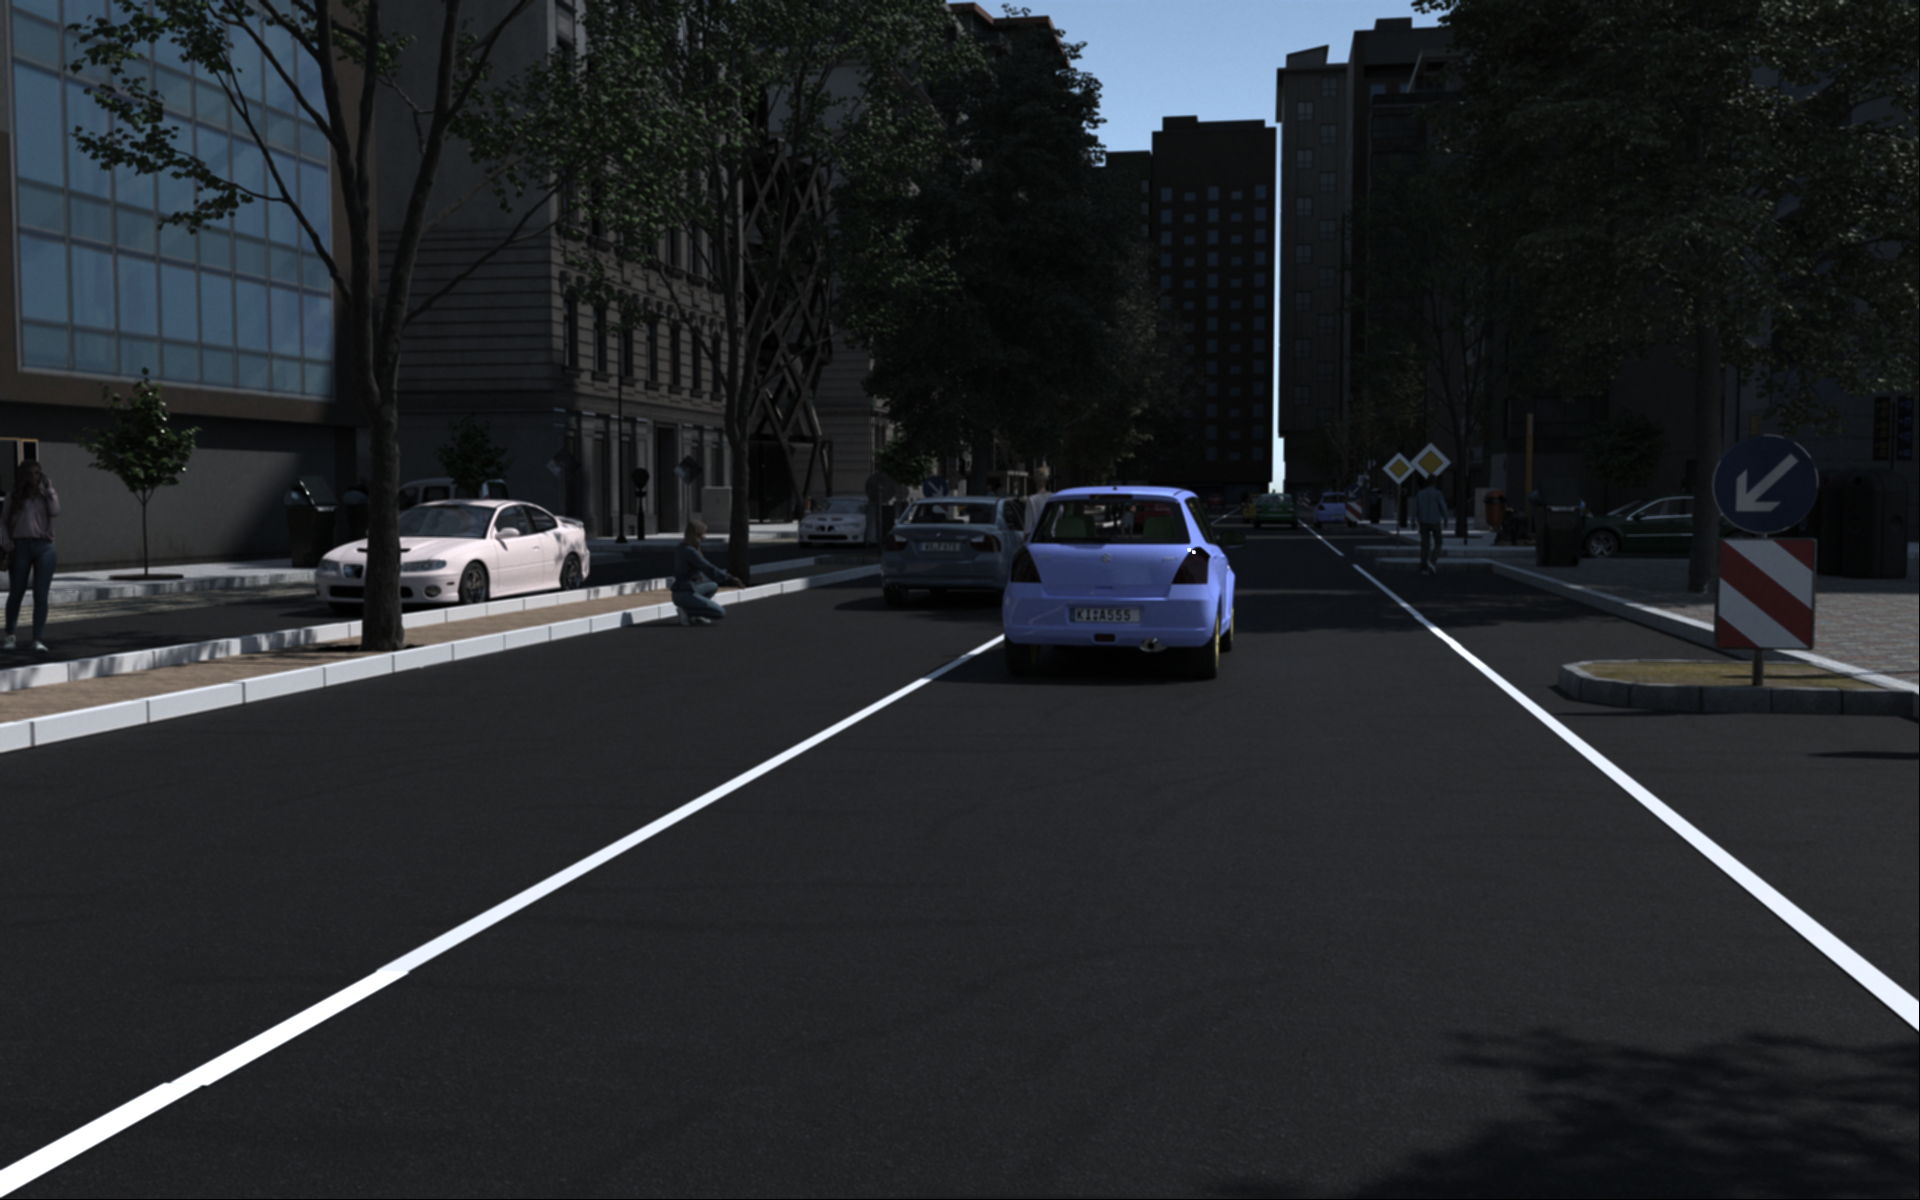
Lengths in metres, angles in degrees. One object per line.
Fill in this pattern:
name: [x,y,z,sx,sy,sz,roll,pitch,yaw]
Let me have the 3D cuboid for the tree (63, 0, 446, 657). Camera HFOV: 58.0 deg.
tree: [-5.185,-5.327,15.305,9.928,11.665,9.643,0,3,0]

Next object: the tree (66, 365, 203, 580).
tree: [-12.191,-1.926,26.099,1.663,3.219,1.824,0,3,0]

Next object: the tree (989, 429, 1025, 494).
tree: [3.501,-10.145,116.231,4.360,8.622,3.978,0,3,0]

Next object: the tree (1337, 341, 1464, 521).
tree: [20.927,-8.067,82.255,4.737,8.622,4.395,0,3,0]

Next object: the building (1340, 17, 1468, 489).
building: [43.850,-31.453,164.364,14.600,45.320,14.200,1,4,10]

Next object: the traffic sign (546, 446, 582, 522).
traffic sign: [-8.353,-2.012,36.533,0.795,2.450,0.064,1,4,10]

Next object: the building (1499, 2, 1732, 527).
building: [29.247,-18.350,71.719,14.160,30.474,14.107,1,4,10]

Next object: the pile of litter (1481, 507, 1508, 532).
pile of litter: [18.392,-2.719,58.417,1.719,0.858,1.176,2,4,25]

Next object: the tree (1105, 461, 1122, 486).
tree: [17.063,-14.799,192.333,4.360,8.622,3.978,0,3,0]

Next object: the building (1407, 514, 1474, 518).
building: [42.408,-24.926,99.413,32.217,40.220,23.993,1,4,10]

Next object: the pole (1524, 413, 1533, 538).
pole: [14.385,-3.057,43.829,0.158,3.312,0.155,0,3,0]

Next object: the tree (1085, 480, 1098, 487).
tree: [12.534,-10.629,168.378,1.663,3.219,1.824,0,3,0]

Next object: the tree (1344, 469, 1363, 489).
tree: [27.049,-7.614,119.093,1.663,3.219,1.824,0,3,0]

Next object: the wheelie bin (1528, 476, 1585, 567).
wheelie bin: [10.564,-1.399,30.778,0.980,1.594,0.693,0,4,0]

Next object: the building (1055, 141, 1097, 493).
building: [6.686,-30.755,186.443,14.086,41.232,14.154,1,4,10]

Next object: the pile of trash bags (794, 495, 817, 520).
pile of trash bags: [-7.907,-4.596,84.903,1.912,1.369,3.447,-1,4,-21]

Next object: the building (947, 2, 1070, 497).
building: [-1.773,-30.864,159.244,22.147,44.769,28.867,1,4,10]

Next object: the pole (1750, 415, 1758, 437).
pole: [20.521,-3.119,44.843,0.158,3.312,0.155,0,3,0]

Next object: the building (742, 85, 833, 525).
building: [-14.273,-12.694,75.000,16.820,18.784,16.811,1,4,10]

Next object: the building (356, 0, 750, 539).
building: [-14.037,-12.653,56.033,9.793,20.994,18.267,1,4,10]

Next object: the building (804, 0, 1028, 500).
building: [-11.412,-27.023,133.712,32.217,40.220,23.993,1,4,10]

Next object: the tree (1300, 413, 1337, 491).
tree: [33.248,-12.615,156.624,4.737,8.622,4.395,0,3,0]

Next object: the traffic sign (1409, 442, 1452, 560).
traffic sign: [9.069,-1.823,33.450,0.795,2.450,0.064,1,4,10]

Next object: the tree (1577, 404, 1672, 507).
tree: [24.342,-4.880,63.503,4.285,4.588,4.351,0,3,0]

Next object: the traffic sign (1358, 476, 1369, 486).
traffic sign: [22.026,-5.654,94.568,0.606,2.300,0.079,1,4,17]

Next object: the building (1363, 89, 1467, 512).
building: [36.916,-21.754,127.374,14.160,30.474,14.107,1,4,10]

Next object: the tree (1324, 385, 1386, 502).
tree: [25.492,-9.847,111.365,4.360,8.622,3.978,0,3,0]

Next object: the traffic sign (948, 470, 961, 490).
traffic sign: [-0.313,-5.700,93.297,0.768,2.556,0.104,1,4,17]

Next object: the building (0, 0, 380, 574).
building: [-20.652,-23.269,30.555,14.200,45.320,14.600,1,4,10]

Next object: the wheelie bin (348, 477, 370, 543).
wheelie bin: [-10.992,-1.471,31.959,0.693,1.594,0.980,-1,4,-10]

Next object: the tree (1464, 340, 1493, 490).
tree: [25.916,-8.147,83.562,4.737,8.622,4.395,0,3,0]

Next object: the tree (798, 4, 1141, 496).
tree: [0.469,-8.400,46.446,9.857,13.997,8.962,0,3,0]

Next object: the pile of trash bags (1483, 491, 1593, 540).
pile of trash bags: [15.267,-2.221,46.058,3.447,1.369,1.912,-2,4,-29]

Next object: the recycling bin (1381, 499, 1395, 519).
recycling bin: [22.499,-4.810,91.200,0.722,1.027,0.722,1,4,23]

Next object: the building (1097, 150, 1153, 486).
building: [16.497,-32.203,210.112,14.086,41.232,14.154,1,4,10]

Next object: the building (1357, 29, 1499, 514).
building: [49.838,-27.659,144.113,32.217,40.220,23.993,1,4,10]

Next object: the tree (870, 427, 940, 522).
tree: [-2.475,-5.962,81.187,4.285,4.588,4.351,0,3,0]

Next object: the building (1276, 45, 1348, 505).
building: [52.245,-38.029,211.006,27.495,52.752,28.713,1,4,10]

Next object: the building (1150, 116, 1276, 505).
building: [30.474,-34.111,207.818,14.200,45.320,14.600,1,4,10]

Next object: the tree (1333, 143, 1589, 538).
tree: [14.787,-7.648,50.803,9.928,11.665,9.643,0,3,0]

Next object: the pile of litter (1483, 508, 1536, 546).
pile of litter: [13.969,-1.766,42.839,1.719,0.858,1.176,1,4,11]

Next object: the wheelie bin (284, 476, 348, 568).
wheelie bin: [-11.385,-1.371,30.325,0.693,1.594,0.980,1,4,19]

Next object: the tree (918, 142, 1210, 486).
tree: [2.790,-8.997,59.927,12.009,13.543,11.850,0,3,0]

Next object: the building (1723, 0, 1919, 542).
building: [38.449,-30.866,46.652,28.212,58.520,21.231,1,4,10]

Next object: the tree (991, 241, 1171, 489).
tree: [5.326,-9.578,77.178,7.486,12.596,7.792,0,3,0]

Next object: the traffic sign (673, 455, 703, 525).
traffic sign: [-6.966,-2.493,44.397,0.795,2.450,0.064,1,4,10]

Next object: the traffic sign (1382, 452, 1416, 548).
traffic sign: [10.457,-2.304,41.314,0.795,2.450,0.064,1,4,10]

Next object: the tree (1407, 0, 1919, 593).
tree: [9.383,-6.384,22.511,7.486,12.596,7.792,0,3,0]

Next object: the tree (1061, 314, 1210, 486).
tree: [9.567,-11.067,100.409,9.611,12.733,9.660,0,3,0]

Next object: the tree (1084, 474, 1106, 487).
tree: [13.362,-11.793,176.535,4.285,4.588,4.351,0,3,0]

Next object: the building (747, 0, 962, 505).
building: [-8.705,-19.111,99.847,14.401,28.519,23.554,1,4,10]

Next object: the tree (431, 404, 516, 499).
tree: [-10.443,-2.622,37.470,1.663,3.219,1.824,0,3,0]

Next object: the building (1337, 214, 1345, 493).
building: [46.194,-24.897,178.773,14.160,30.474,14.107,1,4,10]
